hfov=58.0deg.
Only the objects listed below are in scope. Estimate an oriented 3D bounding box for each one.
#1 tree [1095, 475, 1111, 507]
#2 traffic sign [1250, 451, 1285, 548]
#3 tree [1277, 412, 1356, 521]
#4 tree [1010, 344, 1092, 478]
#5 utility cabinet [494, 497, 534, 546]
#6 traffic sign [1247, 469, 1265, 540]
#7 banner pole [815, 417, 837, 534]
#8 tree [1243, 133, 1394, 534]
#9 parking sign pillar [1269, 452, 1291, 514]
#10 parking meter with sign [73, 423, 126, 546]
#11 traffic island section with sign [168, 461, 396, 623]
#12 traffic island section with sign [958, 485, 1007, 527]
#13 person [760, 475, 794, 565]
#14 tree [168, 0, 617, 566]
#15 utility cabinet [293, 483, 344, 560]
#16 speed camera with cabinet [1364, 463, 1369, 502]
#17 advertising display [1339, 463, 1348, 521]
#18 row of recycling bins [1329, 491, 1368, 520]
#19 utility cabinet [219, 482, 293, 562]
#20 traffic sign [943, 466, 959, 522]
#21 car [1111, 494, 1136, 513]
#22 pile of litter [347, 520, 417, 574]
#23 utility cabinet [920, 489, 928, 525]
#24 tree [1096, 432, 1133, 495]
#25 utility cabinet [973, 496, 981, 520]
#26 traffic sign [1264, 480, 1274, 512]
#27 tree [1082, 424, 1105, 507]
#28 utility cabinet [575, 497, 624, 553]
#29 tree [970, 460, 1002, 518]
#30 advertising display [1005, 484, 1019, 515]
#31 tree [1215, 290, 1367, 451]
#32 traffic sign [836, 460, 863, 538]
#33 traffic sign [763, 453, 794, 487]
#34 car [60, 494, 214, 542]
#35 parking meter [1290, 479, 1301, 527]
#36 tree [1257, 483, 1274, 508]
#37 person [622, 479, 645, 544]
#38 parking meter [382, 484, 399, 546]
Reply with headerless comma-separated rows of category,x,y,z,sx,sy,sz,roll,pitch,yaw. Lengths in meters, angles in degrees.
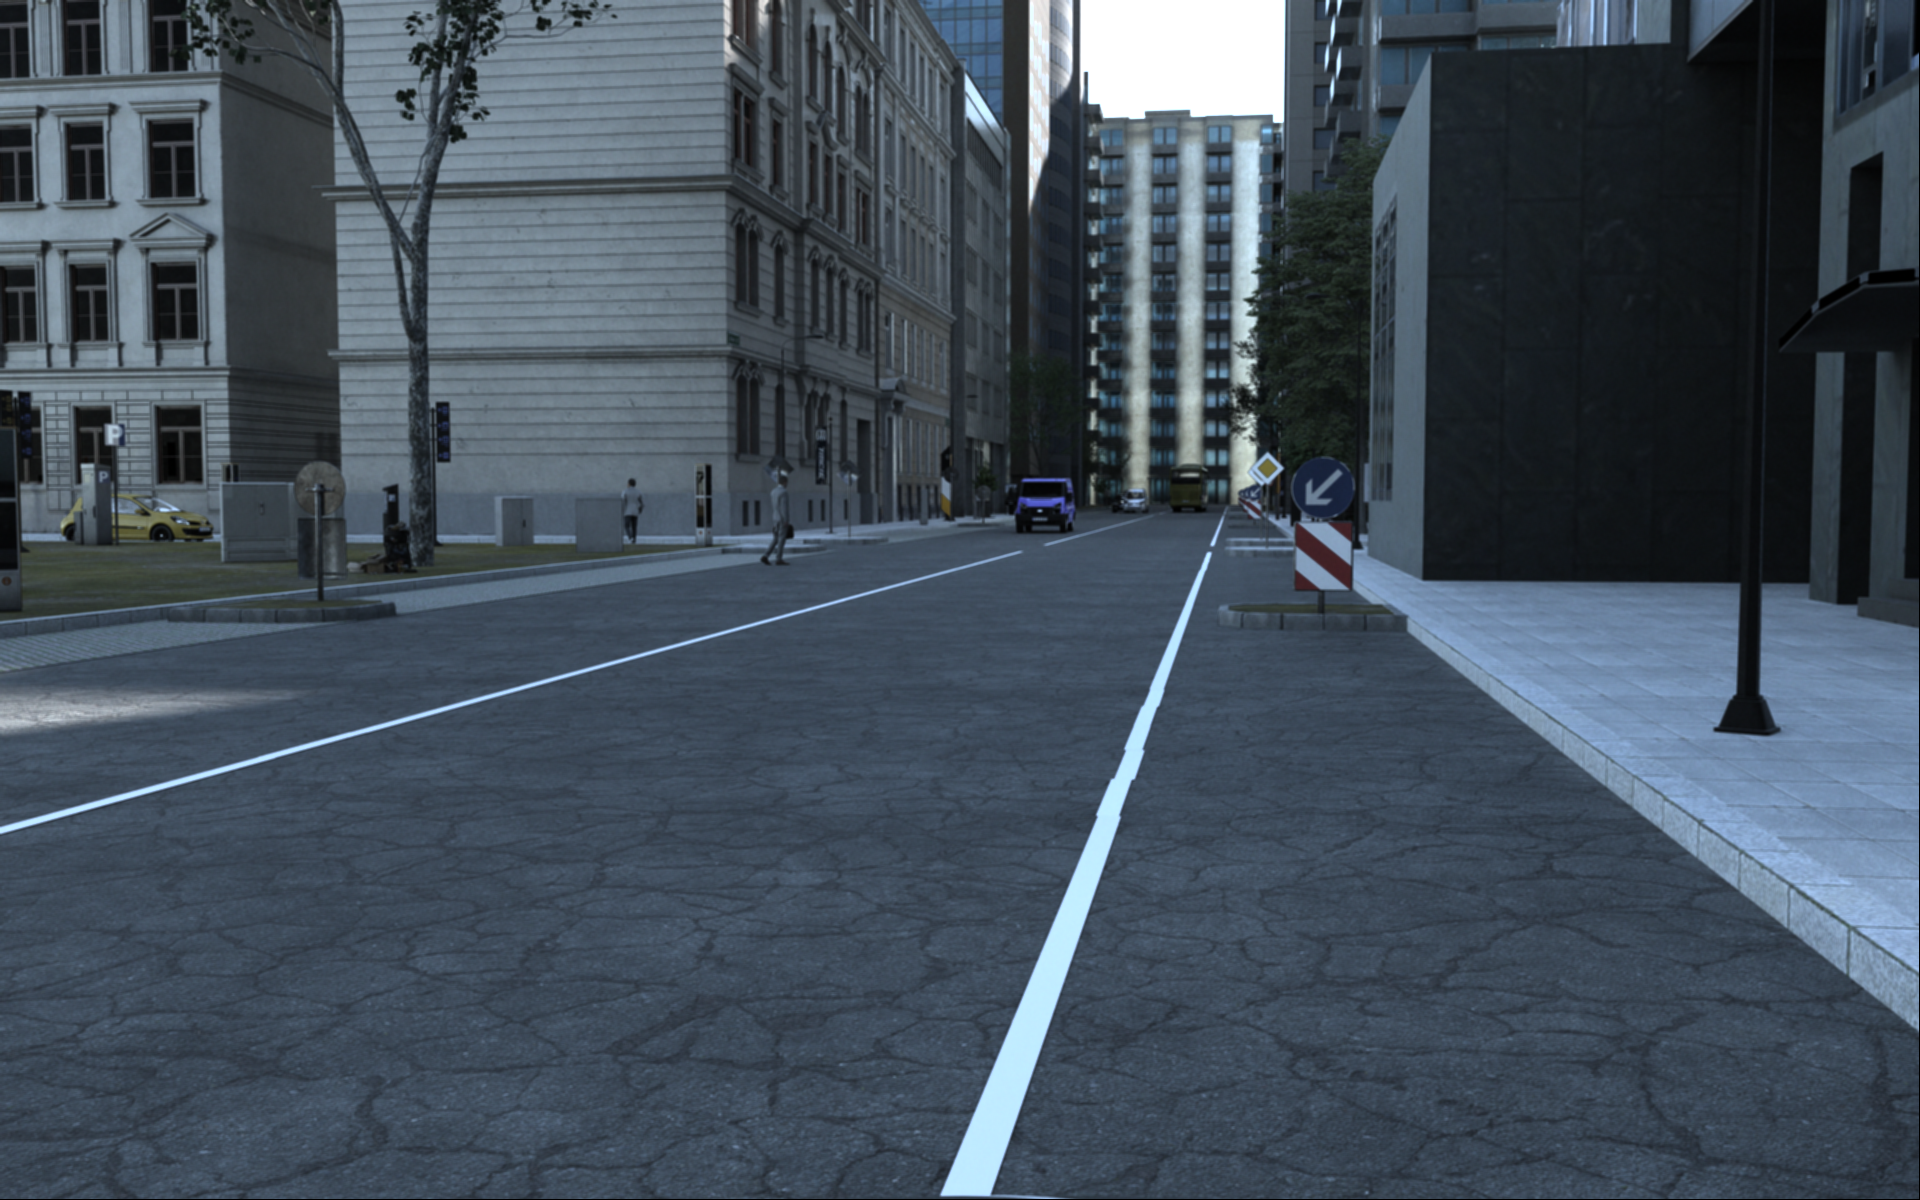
tree,14.672,-11.173,177.282,1.663,3.219,1.824,0,3,0
traffic sign,7.232,-2.271,40.779,0.795,2.450,0.064,1,4,9
tree,13.561,-4.972,65.005,4.285,4.588,4.351,0,3,0
tree,5.591,-11.918,120.615,9.928,11.665,9.643,0,3,0
utility cabinet,-11.053,-1.946,42.987,0.306,1.237,1.020,2,4,33
traffic sign,8.471,-2.754,48.667,0.795,2.450,0.064,1,4,9
banner pole,-4.362,-4.041,56.092,0.863,3.779,0.401,-3,5,-43
tree,12.693,-8.367,54.925,7.486,12.596,7.792,0,3,0
parking sign pillar,20.456,-7.465,110.522,1.447,3.967,1.447,0,4,-1
parking meter with sign,-21.651,-2.886,43.452,1.738,3.016,0.543,2,4,34
traffic island section with sign,-7.701,-0.700,20.072,1.989,1.847,2.006,1,4,9
traffic island section with sign,1.022,-4.098,75.636,1.989,1.847,2.006,1,4,9
person,-3.615,-1.614,35.005,0.853,1.813,0.709,-3,4,-39
tree,-10.868,-10.709,30.987,12.611,20.169,13.585,0,3,0
utility cabinet,-12.441,-1.505,33.279,1.173,1.500,0.318,1,4,15
speed camera with cabinet,12.491,-3.337,48.889,2.038,3.252,0.660,2,4,24
advertising display,8.067,-1.911,36.466,0.123,1.923,0.974,1,4,15
row of recycling bins,18.945,-4.782,85.301,1.069,1.692,3.534,-2,4,-29
utility cabinet,-13.271,-1.464,32.613,1.173,1.500,0.318,-2,4,-31
traffic sign,-0.404,-4.852,79.439,0.768,2.556,0.104,1,4,16
car,12.798,-7.658,134.994,2.009,1.686,4.222,1,4,8
pile of litter,-9.481,-0.883,28.398,1.176,0.858,1.719,0,4,-8
utility cabinet,-1.519,-3.880,72.113,0.318,1.500,1.173,0,4,-4
tree,18.194,-15.388,201.948,4.360,8.622,3.978,0,3,0
utility cabinet,0.858,-4.630,86.863,0.306,1.237,1.020,0,4,-5
traffic sign,21.602,-7.409,121.244,0.768,2.556,0.104,1,4,13
tree,12.470,-13.514,171.312,4.737,8.622,4.395,0,3,0
utility cabinet,-7.940,-1.650,38.143,1.020,1.237,0.306,-1,4,-12
tree,1.261,-6.055,93.608,1.663,3.219,1.824,0,3,0
advertising display,3.158,-6.167,106.050,0.974,1.923,0.123,3,4,38
tree,15.269,-8.893,79.819,7.601,10.594,8.767,-1,4,-17
traffic sign,-3.227,-2.867,50.518,0.795,2.450,0.064,1,4,9
traffic sign,-4.466,-2.385,42.630,0.795,2.450,0.064,1,4,9
car,-22.968,-2.337,48.440,3.980,1.641,2.015,0,4,8
parking meter,13.306,-3.842,68.526,0.399,1.863,0.255,-1,4,-11
tree,29.852,-10.872,172.364,1.663,3.219,1.824,0,3,0
person,-8.640,-2.287,45.745,0.661,1.843,0.795,-2,4,-27
parking meter,-13.982,-2.088,42.550,0.372,1.533,0.369,0,3,0
